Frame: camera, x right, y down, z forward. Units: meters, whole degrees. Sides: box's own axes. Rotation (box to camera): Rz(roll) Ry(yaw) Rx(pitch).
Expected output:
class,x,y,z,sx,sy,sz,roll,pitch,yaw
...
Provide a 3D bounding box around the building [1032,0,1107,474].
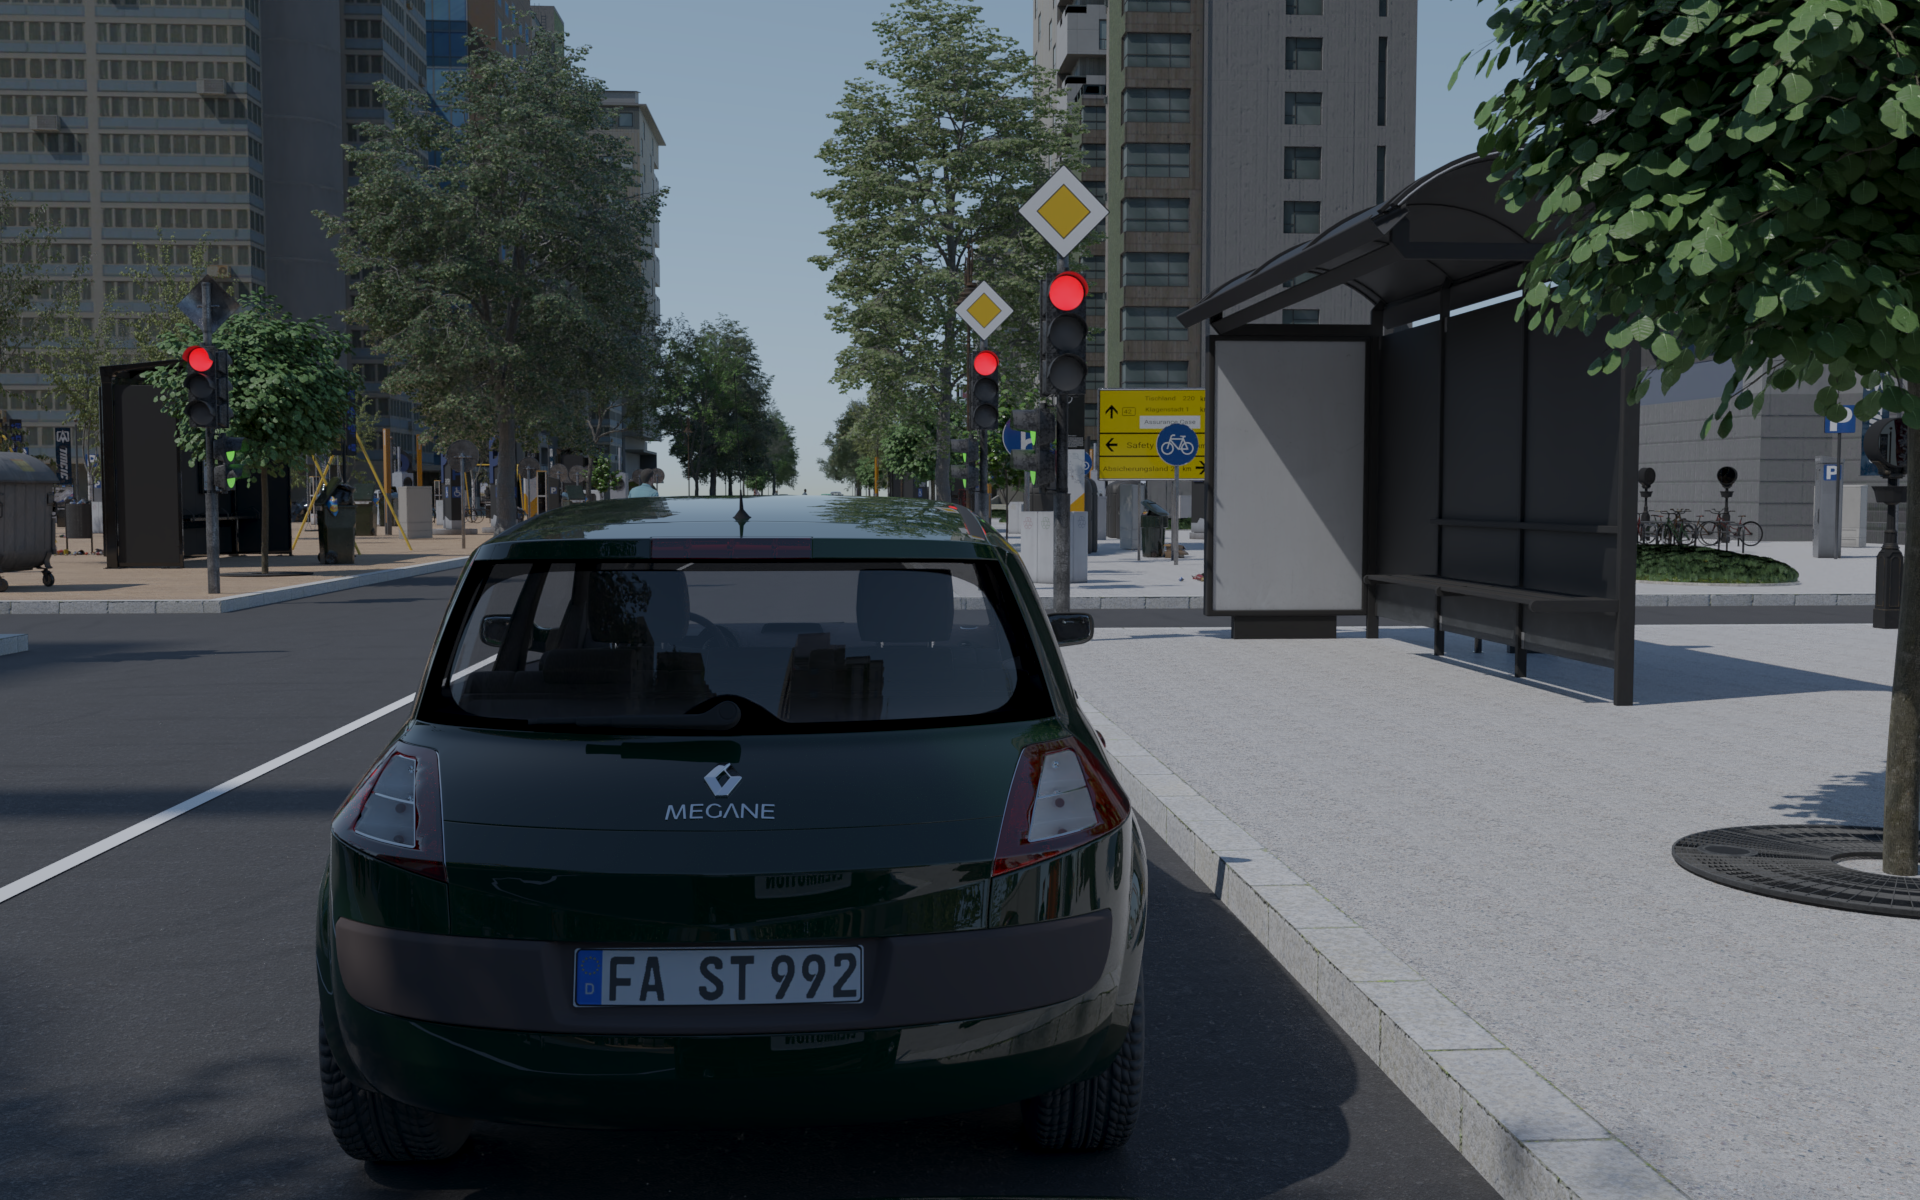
class,x,y,z,sx,sy,sz,roll,pitch,yaw
building,20.932,-34.105,146.851,28.713,52.752,27.495,0,4,-4

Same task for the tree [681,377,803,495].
class,x,y,z,sx,sy,sz,roll,pitch,yaw
tree,-20.536,-14.490,153.919,9.611,12.733,9.660,0,3,0

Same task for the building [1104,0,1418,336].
class,x,y,z,sx,sy,sz,roll,pitch,yaw
building,14.162,-19.346,88.012,14.160,30.474,14.107,0,4,-4

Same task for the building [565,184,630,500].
class,x,y,z,sx,sy,sz,roll,pitch,yaw
building,-53.077,-31.311,203.820,32.217,40.220,23.993,0,4,-4

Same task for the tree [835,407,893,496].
class,x,y,z,sx,sy,sz,roll,pitch,yaw
tree,-9.780,-15.143,182.007,7.601,10.594,8.767,-3,4,-36

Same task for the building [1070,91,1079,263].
class,x,y,z,sx,sy,sz,roll,pitch,yaw
building,14.805,-21.676,126.099,14.160,30.474,14.107,0,4,-4

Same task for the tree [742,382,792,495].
class,x,y,z,sx,sy,sz,roll,pitch,yaw
tree,-21.731,-16.057,172.899,12.009,13.543,11.850,0,3,0

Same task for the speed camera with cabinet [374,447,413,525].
class,x,y,z,sx,sy,sz,roll,pitch,yaw
speed camera with cabinet,-23.569,-4.736,71.776,0.660,3.252,2.038,2,4,25

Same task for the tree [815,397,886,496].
class,x,y,z,sx,sy,sz,roll,pitch,yaw
tree,-12.037,-17.631,205.269,9.611,12.733,9.660,0,3,0

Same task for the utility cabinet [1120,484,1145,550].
class,x,y,z,sx,sy,sz,roll,pitch,yaw
utility cabinet,3.982,-1.914,39.981,0.318,1.500,1.173,0,4,-8

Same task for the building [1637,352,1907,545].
class,x,y,z,sx,sy,sz,roll,pitch,yaw
building,35.150,-31.093,50.364,28.212,58.520,21.231,0,4,-4

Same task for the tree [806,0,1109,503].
class,x,y,z,sx,sy,sz,roll,pitch,yaw
tree,-0.125,-7.436,39.710,7.486,12.596,7.792,0,3,0

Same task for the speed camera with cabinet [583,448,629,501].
class,x,y,z,sx,sy,sz,roll,pitch,yaw
speed camera with cabinet,-15.145,-4.843,73.511,2.038,3.252,0.660,0,4,2

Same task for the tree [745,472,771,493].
class,x,y,z,sx,sy,sz,roll,pitch,yaw
tree,-22.560,-12.744,192.082,4.285,4.588,4.351,0,3,0

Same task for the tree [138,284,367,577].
class,x,y,z,sx,sy,sz,roll,pitch,yaw
tree,-11.052,-2.661,27.218,4.285,4.588,4.351,0,3,0

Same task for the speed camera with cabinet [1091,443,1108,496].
class,x,y,z,sx,sy,sz,roll,pitch,yaw
speed camera with cabinet,5.256,-4.429,66.754,0.660,3.252,2.038,1,4,15

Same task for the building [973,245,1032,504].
class,x,y,z,sx,sy,sz,roll,pitch,yaw
building,14.550,-33.897,246.101,32.217,40.220,23.993,0,4,-4

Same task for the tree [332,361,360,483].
class,x,y,z,sx,sy,sz,roll,pitch,yaw
tree,-26.773,-7.151,67.284,4.737,8.622,4.395,0,3,0

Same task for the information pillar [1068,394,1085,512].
class,x,y,z,sx,sy,sz,roll,pitch,yaw
information pillar,2.064,-2.500,32.230,0.504,3.616,0.183,0,4,-3

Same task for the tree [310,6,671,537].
class,x,y,z,sx,sy,sz,roll,pitch,yaw
tree,-12.463,-8.595,47.179,9.857,13.997,8.962,0,3,0

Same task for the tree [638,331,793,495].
class,x,y,z,sx,sy,sz,roll,pitch,yaw
tree,-17.088,-11.360,111.489,9.928,11.665,9.643,0,3,0

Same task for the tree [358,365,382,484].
class,x,y,z,sx,sy,sz,roll,pitch,yaw
tree,-32.845,-8.676,92.217,4.737,8.622,4.395,0,3,0

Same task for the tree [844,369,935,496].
class,x,y,z,sx,sy,sz,roll,pitch,yaw
tree,-3.122,-8.410,87.867,4.360,8.622,3.978,0,3,0

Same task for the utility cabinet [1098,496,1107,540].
class,x,y,z,sx,sy,sz,roll,pitch,yaw
utility cabinet,3.676,-2.267,48.229,0.306,1.237,1.020,3,5,39

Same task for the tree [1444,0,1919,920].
class,x,y,z,sx,sy,sz,roll,pitch,yaw
tree,3.118,-1.343,5.666,4.285,4.588,4.351,0,3,0

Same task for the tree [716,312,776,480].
class,x,y,z,sx,sy,sz,roll,pitch,yaw
tree,-17.653,-13.247,123.247,9.857,13.997,8.962,0,3,0

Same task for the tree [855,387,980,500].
class,x,y,z,sx,sy,sz,roll,pitch,yaw
tree,-0.815,-4.048,49.895,4.285,4.588,4.351,0,3,0

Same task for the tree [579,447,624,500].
class,x,y,z,sx,sy,sz,roll,pitch,yaw
tree,-14.677,-4.711,71.622,1.663,3.219,1.824,0,3,0

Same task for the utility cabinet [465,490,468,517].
class,x,y,z,sx,sy,sz,roll,pitch,yaw
utility cabinet,-27.581,-5.318,95.635,0.318,1.500,1.173,-3,5,-40

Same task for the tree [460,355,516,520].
class,x,y,z,sx,sy,sz,roll,pitch,yaw
tree,-23.632,-8.222,84.796,4.360,8.622,3.978,0,3,0

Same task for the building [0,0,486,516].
class,x,y,z,sx,sy,sz,roll,pitch,yaw
building,-46.514,-25.362,106.553,32.217,40.220,23.993,0,4,-4

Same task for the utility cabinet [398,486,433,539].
class,x,y,z,sx,sy,sz,roll,pitch,yaw
utility cabinet,-15.476,-2.478,49.194,0.318,1.500,1.173,1,4,18

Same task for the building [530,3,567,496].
class,x,y,z,sx,sy,sz,roll,pitch,yaw
building,-39.981,-27.937,140.358,14.154,41.232,14.086,0,4,-4

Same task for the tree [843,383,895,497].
class,x,y,z,sx,sy,sz,roll,pitch,yaw
tree,-4.478,-9.327,102.851,4.737,8.622,4.395,0,3,0

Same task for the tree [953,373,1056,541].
class,x,y,z,sx,sy,sz,roll,pitch,yaw
tree,0.719,-2.041,27.966,1.663,3.219,1.824,0,3,0

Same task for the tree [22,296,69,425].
class,x,y,z,sx,sy,sz,roll,pitch,yaw
tree,-30.082,-6.721,60.256,4.737,8.622,4.395,0,3,0

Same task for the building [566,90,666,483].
class,x,y,z,sx,sy,sz,roll,pitch,yaw
building,-54.401,-39.191,230.015,28.713,52.752,27.495,0,4,-4

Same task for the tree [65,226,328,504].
class,x,y,z,sx,sy,sz,roll,pitch,yaw
tree,-21.196,-5.989,48.275,4.737,8.622,4.395,0,3,0

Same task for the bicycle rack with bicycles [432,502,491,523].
class,x,y,z,sx,sy,sz,roll,pitch,yaw
bicycle rack with bicycles,-22.079,-3.834,76.068,2.925,0.926,2.852,-3,5,-40

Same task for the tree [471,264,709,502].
class,x,y,z,sx,sy,sz,roll,pitch,yaw
tree,-13.934,-7.975,64.811,8.767,10.594,7.601,-2,4,-31

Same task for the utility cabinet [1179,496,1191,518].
class,x,y,z,sx,sy,sz,roll,pitch,yaw
utility cabinet,9.761,-3.907,75.041,1.020,1.237,0.306,-3,5,-43

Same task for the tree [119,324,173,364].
class,x,y,z,sx,sy,sz,roll,pitch,yaw
tree,-34.909,-7.567,74.090,4.360,8.622,3.978,0,3,0

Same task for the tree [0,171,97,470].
class,x,y,z,sx,sy,sz,roll,pitch,yaw
tree,-18.072,-4.942,31.159,4.360,8.622,3.978,0,3,0

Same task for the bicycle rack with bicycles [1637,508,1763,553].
class,x,y,z,sx,sy,sz,roll,pitch,yaw
bicycle rack with bicycles,16.127,-1.530,38.390,2.852,0.926,2.925,1,4,14

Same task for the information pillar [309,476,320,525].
class,x,y,z,sx,sy,sz,roll,pitch,yaw
information pillar,-26.857,-4.137,72.136,0.304,2.012,0.304,3,5,41

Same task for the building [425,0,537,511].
class,x,y,z,sx,sy,sz,roll,pitch,yaw
building,-39.298,-29.114,126.130,14.600,45.320,14.200,0,4,-4

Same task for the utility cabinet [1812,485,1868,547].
class,x,y,z,sx,sy,sz,roll,pitch,yaw
utility cabinet,21.178,-2.020,41.700,0.318,1.500,1.173,-2,4,-31
